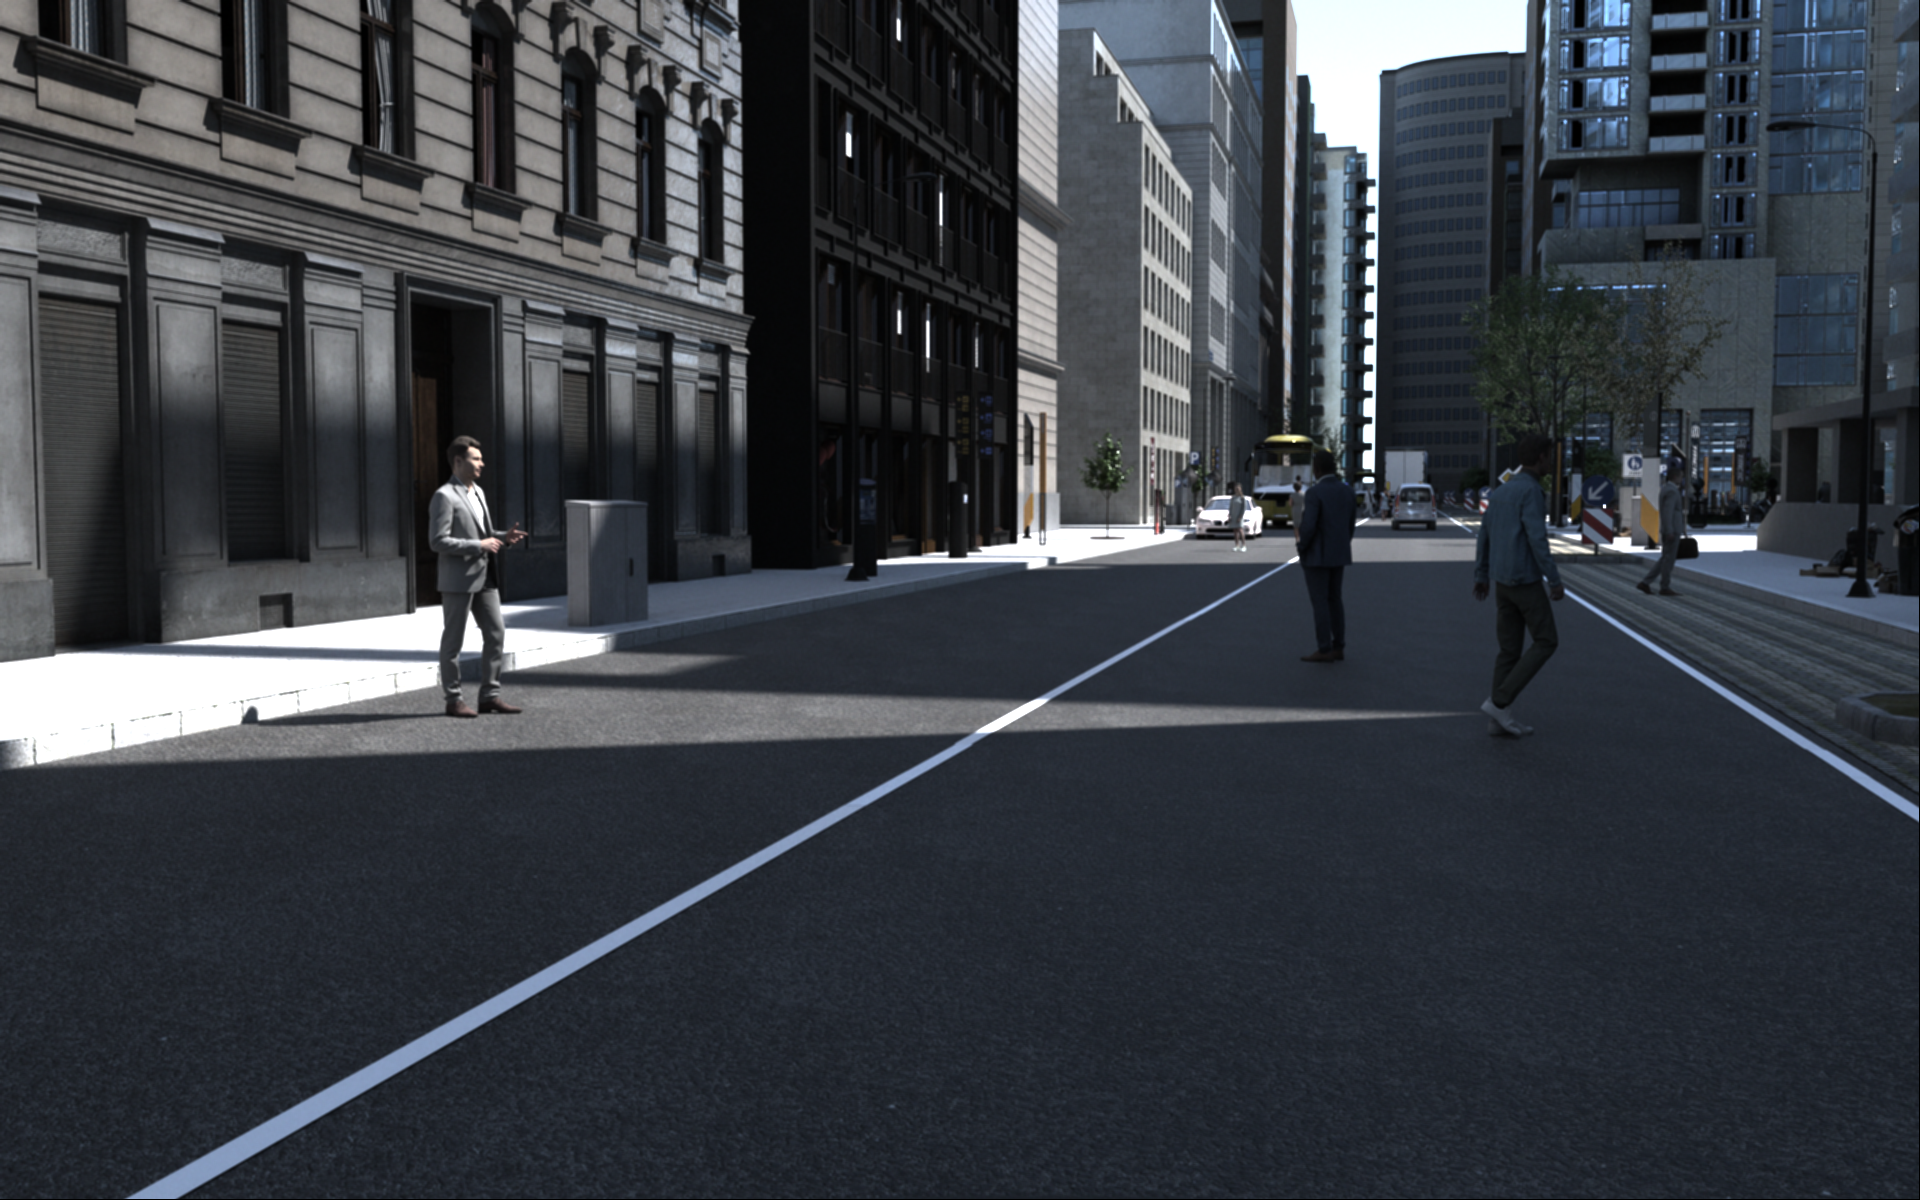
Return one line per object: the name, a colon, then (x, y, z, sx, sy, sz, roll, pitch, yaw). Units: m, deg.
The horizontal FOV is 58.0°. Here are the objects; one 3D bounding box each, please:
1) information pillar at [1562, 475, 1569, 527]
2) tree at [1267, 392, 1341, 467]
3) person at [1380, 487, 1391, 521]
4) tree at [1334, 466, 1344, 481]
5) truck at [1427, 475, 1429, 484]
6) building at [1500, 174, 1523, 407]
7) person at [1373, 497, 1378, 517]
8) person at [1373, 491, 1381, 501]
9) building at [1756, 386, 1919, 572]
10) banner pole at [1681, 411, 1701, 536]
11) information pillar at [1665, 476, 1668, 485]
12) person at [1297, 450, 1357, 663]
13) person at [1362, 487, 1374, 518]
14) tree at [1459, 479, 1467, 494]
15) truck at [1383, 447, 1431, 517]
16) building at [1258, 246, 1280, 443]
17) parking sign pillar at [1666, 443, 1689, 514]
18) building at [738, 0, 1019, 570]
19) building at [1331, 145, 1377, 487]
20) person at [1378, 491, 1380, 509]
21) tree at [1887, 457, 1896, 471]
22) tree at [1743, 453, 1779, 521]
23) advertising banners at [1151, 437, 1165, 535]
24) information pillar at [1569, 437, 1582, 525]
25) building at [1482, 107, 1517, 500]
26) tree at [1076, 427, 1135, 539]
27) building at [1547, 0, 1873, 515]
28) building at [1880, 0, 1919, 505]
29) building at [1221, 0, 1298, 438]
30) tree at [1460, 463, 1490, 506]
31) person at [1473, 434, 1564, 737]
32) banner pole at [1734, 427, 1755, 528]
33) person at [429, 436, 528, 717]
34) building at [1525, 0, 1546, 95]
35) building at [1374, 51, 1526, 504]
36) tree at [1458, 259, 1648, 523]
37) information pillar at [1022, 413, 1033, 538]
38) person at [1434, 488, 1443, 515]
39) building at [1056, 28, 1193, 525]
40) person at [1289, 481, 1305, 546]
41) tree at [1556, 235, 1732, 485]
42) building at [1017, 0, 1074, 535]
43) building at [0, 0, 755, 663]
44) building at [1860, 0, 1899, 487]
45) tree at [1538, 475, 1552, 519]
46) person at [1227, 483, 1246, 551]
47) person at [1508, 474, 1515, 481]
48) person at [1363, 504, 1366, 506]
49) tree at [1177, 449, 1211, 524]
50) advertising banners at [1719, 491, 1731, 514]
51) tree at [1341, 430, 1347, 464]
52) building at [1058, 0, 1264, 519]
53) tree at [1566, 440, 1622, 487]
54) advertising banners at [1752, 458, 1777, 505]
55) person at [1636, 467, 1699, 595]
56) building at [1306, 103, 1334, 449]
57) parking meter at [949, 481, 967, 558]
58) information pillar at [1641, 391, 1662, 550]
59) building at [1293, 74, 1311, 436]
information pillar: (23.866, -3.916, 68.515, 0.304, 2.012, 0.304, -1, 4, -9)
tree: (24.136, -10.620, 123.992, 4.737, 8.622, 4.395, 0, 3, 0)
person: (22.546, -5.088, 91.776, 0.616, 1.811, 0.778, 1, 4, 18)
tree: (35.892, -11.372, 169.653, 4.285, 4.588, 4.351, 0, 3, 0)
truck: (34.191, -8.379, 132.927, 3.469, 3.379, 9.791, 1, 4, 16)
building: (56.346, -23.566, 157.008, 14.160, 30.474, 14.107, 1, 4, 15)
person: (25.828, -5.774, 107.594, 0.332, 1.250, 0.352, -1, 4, -13)
person: (38.676, -9.287, 161.064, 1.217, 1.735, 0.721, -2, 4, -27)
building: (32.172, -20.551, 27.887, 32.217, 40.220, 23.993, 1, 4, 15)
banner pole: (22.223, -3.830, 52.629, 0.863, 3.779, 0.401, -2, 4, -33)
information pillar: (28.455, -3.979, 69.547, 0.304, 2.012, 0.304, 2, 4, 28)
person: (3.142, -0.374, 14.799, 0.721, 1.800, 0.419, -3, 5, -42)
person: (24.065, -5.734, 102.132, 0.514, 1.842, 0.818, -3, 5, -42)
tree: (58.090, -12.572, 200.145, 1.663, 3.219, 1.824, 0, 3, 0)
truck: (28.183, -7.361, 109.266, 2.839, 4.237, 11.283, 1, 4, 16)
building: (16.207, -17.598, 129.524, 13.314, 21.916, 24.055, 1, 4, 15)
parking sign pillar: (37.468, -6.238, 90.456, 1.447, 3.967, 1.447, -1, 4, -13)
building: (-6.462, -12.732, 37.843, 12.332, 23.373, 15.834, 1, 4, 15)
building: (41.409, -37.843, 238.340, 30.456, 49.044, 23.786, 1, 4, 15)
person: (39.347, -9.376, 162.620, 0.721, 1.723, 1.217, 0, 4, -5)
tree: (26.573, -3.231, 47.421, 1.663, 3.219, 1.824, 0, 3, 0)
tree: (37.381, -5.303, 81.309, 1.663, 3.219, 1.824, 0, 3, 0)
advertising banners: (6.163, -3.541, 54.080, 0.090, 3.025, 2.074, 1, 4, 19)
information pillar: (25.383, -4.890, 71.312, 0.504, 3.616, 0.183, -2, 4, -27)
building: (68.098, -33.639, 200.102, 14.600, 45.320, 14.200, 1, 4, 15)
tree: (4.326, -3.359, 49.521, 1.663, 3.219, 1.824, 0, 3, 0)
building: (49.357, -49.293, 118.606, 22.319, 86.520, 31.000, 1, 4, 15)
building: (55.418, -27.627, 71.314, 30.456, 49.044, 23.786, 1, 4, 15)
building: (21.856, -30.670, 151.568, 14.600, 45.320, 14.200, 1, 4, 15)
tree: (54.919, -12.262, 184.199, 4.285, 4.588, 4.351, 0, 3, 0)
person: (3.272, -0.084, 10.215, 0.444, 1.785, 0.601, 0, 4, -6)
banner pole: (29.603, -4.609, 65.376, 0.401, 3.779, 0.863, -3, 4, -38)
person: (-3.097, -0.149, 11.142, 0.583, 1.804, 0.606, 1, 4, 11)
building: (53.760, -30.091, 142.101, 14.600, 45.320, 14.200, 1, 4, 15)
building: (69.579, -42.020, 229.033, 28.212, 58.520, 21.231, 1, 4, 15)
tree: (26.656, -9.310, 77.971, 9.928, 11.665, 9.643, 0, 3, 0)
information pillar: (1.973, -3.587, 49.995, 0.183, 3.616, 0.504, -1, 4, -23)
person: (32.061, -6.608, 116.517, 0.794, 1.824, 0.713, -1, 4, -23)
building: (4.518, -13.797, 80.333, 10.420, 20.320, 16.860, 1, 4, 15)
person: (9.406, -2.376, 47.700, 0.716, 1.782, 0.532, 0, 4, 4)
tree: (19.474, -6.042, 49.148, 4.360, 8.622, 3.978, 0, 3, 0)
building: (-8.839, -16.466, 56.608, 23.554, 28.519, 14.401, 1, 4, 15)
building: (-10.160, -10.449, 19.997, 9.793, 20.994, 18.267, 1, 4, 15)
building: (90.294, -46.020, 190.675, 20.611, 71.187, 20.563, 1, 4, 15)
tree: (30.129, -5.809, 89.578, 1.663, 3.219, 1.824, 0, 3, 0)
person: (7.017, -2.092, 43.712, 0.512, 1.701, 0.522, 2, 4, 32)
person: (11.194, -1.626, 34.959, 0.514, 1.842, 0.818, -2, 4, -28)
person: (47.756, -11.910, 204.171, 0.436, 1.711, 0.756, -1, 4, -17)
tree: (10.093, -4.918, 75.011, 1.663, 3.219, 1.824, 0, 3, 0)
advertising banners: (41.195, -5.908, 92.791, 2.074, 3.025, 0.090, -3, 5, -43)
tree: (38.704, -14.165, 181.966, 4.737, 8.622, 4.395, 0, 3, 0)
building: (11.033, -19.875, 102.446, 11.434, 29.767, 29.804, 1, 4, 15)
tree: (38.609, -7.419, 105.022, 4.285, 4.588, 4.351, 0, 3, 0)
advertising banners: (38.697, -5.282, 82.552, 2.074, 3.025, 0.090, 3, 4, 36)
person: (10.002, -0.963, 24.365, 0.853, 1.813, 0.709, 1, 4, 9)
building: (27.524, -35.804, 205.001, 30.456, 49.044, 23.786, 1, 4, 15)
parking meter: (-0.042, -1.607, 34.690, 0.372, 1.533, 0.369, 0, 3, 0)
information pillar: (15.888, -2.963, 39.802, 0.183, 3.616, 0.504, -1, 4, -23)
building: (25.837, -29.488, 165.720, 14.154, 41.232, 14.086, 1, 4, 15)
